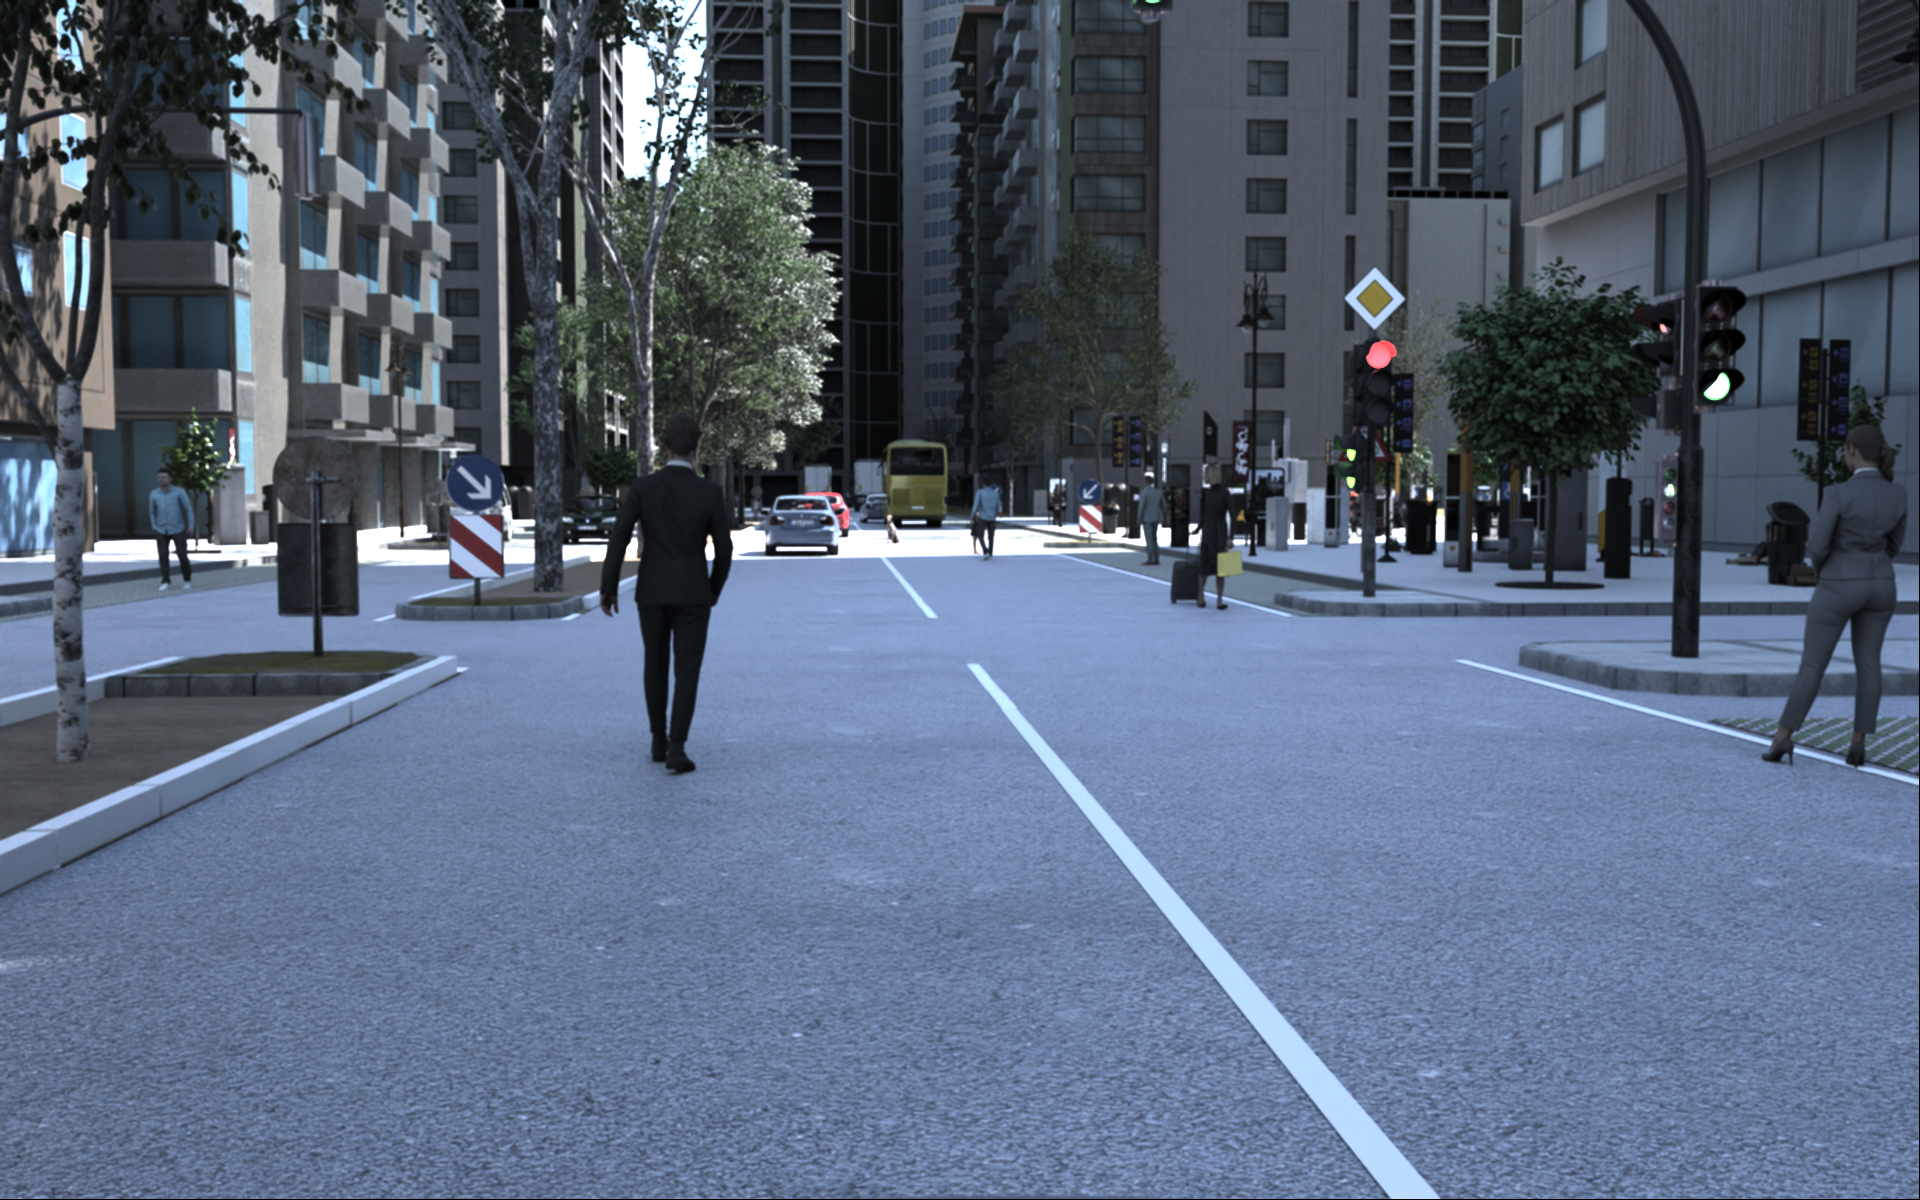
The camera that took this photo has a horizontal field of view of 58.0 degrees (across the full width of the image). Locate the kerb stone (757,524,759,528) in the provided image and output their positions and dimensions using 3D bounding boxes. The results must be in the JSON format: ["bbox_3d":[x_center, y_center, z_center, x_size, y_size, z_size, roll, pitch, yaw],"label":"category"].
[{"bbox_3d":[-8.197,-2.863,69.003,0.120,0.150,1.000,0,4,-4],"label":"kerb stone"}]

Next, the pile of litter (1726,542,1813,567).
[{"bbox_3d":[14.553,-1.050,31.138,1.176,0.858,1.719,0,4,-4],"label":"pile of litter"}]

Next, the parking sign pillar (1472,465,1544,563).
[{"bbox_3d":[10.431,-2.706,32.718,1.447,3.967,1.447,1,4,19],"label":"parking sign pillar"}]

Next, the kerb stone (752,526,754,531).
[{"bbox_3d":[-7.884,-2.613,64.922,0.120,0.150,1.000,0,4,-4],"label":"kerb stone"}]

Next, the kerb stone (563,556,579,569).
[{"bbox_3d":[-7.681,-0.727,34.080,0.120,0.150,1.000,0,4,-4],"label":"kerb stone"}]

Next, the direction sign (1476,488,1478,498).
[{"bbox_3d":[24.556,-5.518,82.220,0.876,3.537,0.379,2,4,33],"label":"direction sign"}]

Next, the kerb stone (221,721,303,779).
[{"bbox_3d":[-3.707,0.797,9.167,0.120,0.150,1.000,0,4,-4],"label":"kerb stone"}]

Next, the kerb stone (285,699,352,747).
[{"bbox_3d":[-3.789,0.735,10.188,0.120,0.150,1.000,0,4,-4],"label":"kerb stone"}]

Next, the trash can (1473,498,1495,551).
[{"bbox_3d":[11.439,-1.567,37.273,0.748,1.137,0.748,0,3,0],"label":"trash can"}]

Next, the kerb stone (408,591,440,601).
[{"bbox_3d":[-6.760,0.024,21.803,0.120,0.150,1.000,0,4,-4],"label":"kerb stone"}]

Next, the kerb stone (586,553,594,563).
[{"bbox_3d":[-7.827,-0.850,36.127,0.120,0.150,1.000,0,4,-4],"label":"kerb stone"}]

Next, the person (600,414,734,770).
[{"bbox_3d":[-1.512,-0.051,9.115,0.659,1.850,0.755,0,4,-2],"label":"person"}]

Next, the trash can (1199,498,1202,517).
[{"bbox_3d":[9.238,-3.232,64.494,0.748,1.137,0.748,0,3,0],"label":"trash can"}]

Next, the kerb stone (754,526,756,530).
[{"bbox_3d":[-7.959,-2.676,65.942,0.120,0.150,1.000,0,4,-4],"label":"kerb stone"}]

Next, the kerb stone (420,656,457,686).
[{"bbox_3d":[-4.019,0.552,13.259,0.120,0.150,1.000,0,4,-4],"label":"kerb stone"}]

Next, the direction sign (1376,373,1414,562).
[{"bbox_3d":[8.065,-2.484,32.618,0.876,3.537,0.379,1,4,19],"label":"direction sign"}]

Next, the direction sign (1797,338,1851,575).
[{"bbox_3d":[12.644,-2.044,25.409,0.876,3.537,0.379,-1,4,-16],"label":"direction sign"}]

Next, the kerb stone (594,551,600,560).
[{"bbox_3d":[-7.913,-0.914,37.146,0.120,0.150,1.000,0,4,-4],"label":"kerb stone"}]

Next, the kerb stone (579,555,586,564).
[{"bbox_3d":[-7.757,-0.790,35.105,0.120,0.150,1.000,0,4,-4],"label":"kerb stone"}]

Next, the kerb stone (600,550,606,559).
[{"bbox_3d":[-7.986,-0.977,38.166,0.120,0.150,1.000,0,4,-4],"label":"kerb stone"}]

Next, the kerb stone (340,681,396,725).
[{"bbox_3d":[-3.855,0.672,11.211,0.120,0.150,1.000,0,4,-4],"label":"kerb stone"}]

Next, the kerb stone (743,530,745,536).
[{"bbox_3d":[-7.350,-2.175,57.765,0.120,0.150,1.000,0,4,-4],"label":"kerb stone"}]

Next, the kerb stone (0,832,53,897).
[{"bbox_3d":[-3.469,0.986,6.098,0.120,0.150,1.000,0,4,-4],"label":"kerb stone"}]

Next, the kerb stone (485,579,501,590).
[{"bbox_3d":[-7.061,-0.226,25.894,0.120,0.150,1.000,0,4,-4],"label":"kerb stone"}]

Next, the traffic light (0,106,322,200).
[{"bbox_3d":[-9.990,-2.798,20.421,4.771,5.953,1.251,0,4,-4],"label":"traffic light"}]

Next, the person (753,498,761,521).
[{"bbox_3d":[-10.590,-4.705,90.448,0.505,1.210,0.382,1,4,16],"label":"person"}]

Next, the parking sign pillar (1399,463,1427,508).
[{"bbox_3d":[22.162,-5.886,84.705,1.447,3.967,1.447,-1,4,-11],"label":"parking sign pillar"}]

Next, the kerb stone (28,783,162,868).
[{"bbox_3d":[-3.548,0.922,7.124,0.120,0.150,1.000,0,4,-4],"label":"kerb stone"}]

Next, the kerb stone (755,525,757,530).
[{"bbox_3d":[-8.035,-2.738,66.961,0.120,0.150,1.000,0,4,-4],"label":"kerb stone"}]

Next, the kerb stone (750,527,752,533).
[{"bbox_3d":[-7.736,-2.484,62.876,0.120,0.150,1.000,0,4,-4],"label":"kerb stone"}]

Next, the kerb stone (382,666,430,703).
[{"bbox_3d":[-3.937,0.609,12.234,0.120,0.150,1.000,0,4,-4],"label":"kerb stone"}]

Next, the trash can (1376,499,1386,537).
[{"bbox_3d":[12.453,-2.472,52.073,0.748,1.137,0.748,0,3,0],"label":"trash can"}]

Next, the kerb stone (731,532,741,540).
[{"bbox_3d":[-7.198,-2.051,55.726,0.120,0.150,1.000,0,4,-4],"label":"kerb stone"}]

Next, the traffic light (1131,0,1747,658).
[{"bbox_3d":[3.611,-2.361,13.269,4.771,5.953,1.251,0,4,-4],"label":"traffic light"}]

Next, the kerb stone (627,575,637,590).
[{"bbox_3d":[-4.977,-0.236,26.056,0.120,0.150,1.000,0,4,-4],"label":"kerb stone"}]

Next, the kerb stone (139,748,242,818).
[{"bbox_3d":[-3.622,0.859,8.149,0.120,0.150,1.000,0,4,-4],"label":"kerb stone"}]

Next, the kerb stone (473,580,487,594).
[{"bbox_3d":[-6.989,-0.164,24.874,0.120,0.150,1.000,0,4,-4],"label":"kerb stone"}]

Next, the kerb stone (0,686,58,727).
[{"bbox_3d":[-5.962,0.680,11.084,0.120,0.150,1.000,0,4,-4],"label":"kerb stone"}]

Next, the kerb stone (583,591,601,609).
[{"bbox_3d":[-4.673,0.017,21.961,0.120,0.150,1.000,0,4,-4],"label":"kerb stone"}]

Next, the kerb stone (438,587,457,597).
[{"bbox_3d":[-6.831,-0.039,22.825,0.120,0.150,1.000,0,4,-4],"label":"kerb stone"}]

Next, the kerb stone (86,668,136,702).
[{"bbox_3d":[-6.038,0.617,12.103,0.120,0.150,1.000,0,4,-4],"label":"kerb stone"}]

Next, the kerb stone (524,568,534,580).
[{"bbox_3d":[-7.302,-0.409,28.972,0.120,0.150,1.000,0,4,-4],"label":"kerb stone"}]

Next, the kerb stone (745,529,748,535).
[{"bbox_3d":[-7.499,-2.299,59.805,0.120,0.150,1.000,0,4,-4],"label":"kerb stone"}]

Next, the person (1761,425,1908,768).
[{"bbox_3d":[4.621,-0.022,9.140,0.520,1.790,0.573,-1,4,-23],"label":"person"}]

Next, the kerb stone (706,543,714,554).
[{"bbox_3d":[-6.275,-1.293,43.433,0.120,0.150,1.000,0,4,-4],"label":"kerb stone"}]

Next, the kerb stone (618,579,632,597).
[{"bbox_3d":[-4.895,-0.174,25.035,0.120,0.150,1.000,0,4,-4],"label":"kerb stone"}]

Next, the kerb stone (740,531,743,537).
[{"bbox_3d":[-7.277,-2.113,56.745,0.120,0.150,1.000,0,4,-4],"label":"kerb stone"}]

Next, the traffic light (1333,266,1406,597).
[{"bbox_3d":[5.093,-1.994,21.529,0.839,4.253,0.868,0,4,-4],"label":"traffic light"}]

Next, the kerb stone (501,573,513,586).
[{"bbox_3d":[-7.140,-0.288,26.913,0.120,0.150,1.000,0,4,-4],"label":"kerb stone"}]

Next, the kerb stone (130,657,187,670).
[{"bbox_3d":[-6.104,0.555,13.125,0.120,0.150,1.000,0,4,-4],"label":"kerb stone"}]

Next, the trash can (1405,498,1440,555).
[{"bbox_3d":[9.832,-1.542,36.860,0.748,1.137,0.748,0,3,0],"label":"trash can"}]

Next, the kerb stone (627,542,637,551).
[{"bbox_3d":[-8.451,-1.348,44.293,0.120,0.150,1.000,0,4,-4],"label":"kerb stone"}]

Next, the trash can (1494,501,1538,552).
[{"bbox_3d":[11.518,-1.471,35.700,0.748,1.137,0.748,0,3,0],"label":"trash can"}]

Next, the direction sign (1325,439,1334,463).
[{"bbox_3d":[15.269,-4.871,71.637,0.379,3.537,0.876,2,4,31],"label":"direction sign"}]

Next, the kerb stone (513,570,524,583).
[{"bbox_3d":[-7.224,-0.351,27.936,0.120,0.150,1.000,0,4,-4],"label":"kerb stone"}]

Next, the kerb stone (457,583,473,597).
[{"bbox_3d":[-6.910,-0.101,23.855,0.120,0.150,1.000,0,4,-4],"label":"kerb stone"}]

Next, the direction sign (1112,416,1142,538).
[{"bbox_3d":[4.852,-3.572,50.394,0.876,3.537,0.379,2,4,25],"label":"direction sign"}]
